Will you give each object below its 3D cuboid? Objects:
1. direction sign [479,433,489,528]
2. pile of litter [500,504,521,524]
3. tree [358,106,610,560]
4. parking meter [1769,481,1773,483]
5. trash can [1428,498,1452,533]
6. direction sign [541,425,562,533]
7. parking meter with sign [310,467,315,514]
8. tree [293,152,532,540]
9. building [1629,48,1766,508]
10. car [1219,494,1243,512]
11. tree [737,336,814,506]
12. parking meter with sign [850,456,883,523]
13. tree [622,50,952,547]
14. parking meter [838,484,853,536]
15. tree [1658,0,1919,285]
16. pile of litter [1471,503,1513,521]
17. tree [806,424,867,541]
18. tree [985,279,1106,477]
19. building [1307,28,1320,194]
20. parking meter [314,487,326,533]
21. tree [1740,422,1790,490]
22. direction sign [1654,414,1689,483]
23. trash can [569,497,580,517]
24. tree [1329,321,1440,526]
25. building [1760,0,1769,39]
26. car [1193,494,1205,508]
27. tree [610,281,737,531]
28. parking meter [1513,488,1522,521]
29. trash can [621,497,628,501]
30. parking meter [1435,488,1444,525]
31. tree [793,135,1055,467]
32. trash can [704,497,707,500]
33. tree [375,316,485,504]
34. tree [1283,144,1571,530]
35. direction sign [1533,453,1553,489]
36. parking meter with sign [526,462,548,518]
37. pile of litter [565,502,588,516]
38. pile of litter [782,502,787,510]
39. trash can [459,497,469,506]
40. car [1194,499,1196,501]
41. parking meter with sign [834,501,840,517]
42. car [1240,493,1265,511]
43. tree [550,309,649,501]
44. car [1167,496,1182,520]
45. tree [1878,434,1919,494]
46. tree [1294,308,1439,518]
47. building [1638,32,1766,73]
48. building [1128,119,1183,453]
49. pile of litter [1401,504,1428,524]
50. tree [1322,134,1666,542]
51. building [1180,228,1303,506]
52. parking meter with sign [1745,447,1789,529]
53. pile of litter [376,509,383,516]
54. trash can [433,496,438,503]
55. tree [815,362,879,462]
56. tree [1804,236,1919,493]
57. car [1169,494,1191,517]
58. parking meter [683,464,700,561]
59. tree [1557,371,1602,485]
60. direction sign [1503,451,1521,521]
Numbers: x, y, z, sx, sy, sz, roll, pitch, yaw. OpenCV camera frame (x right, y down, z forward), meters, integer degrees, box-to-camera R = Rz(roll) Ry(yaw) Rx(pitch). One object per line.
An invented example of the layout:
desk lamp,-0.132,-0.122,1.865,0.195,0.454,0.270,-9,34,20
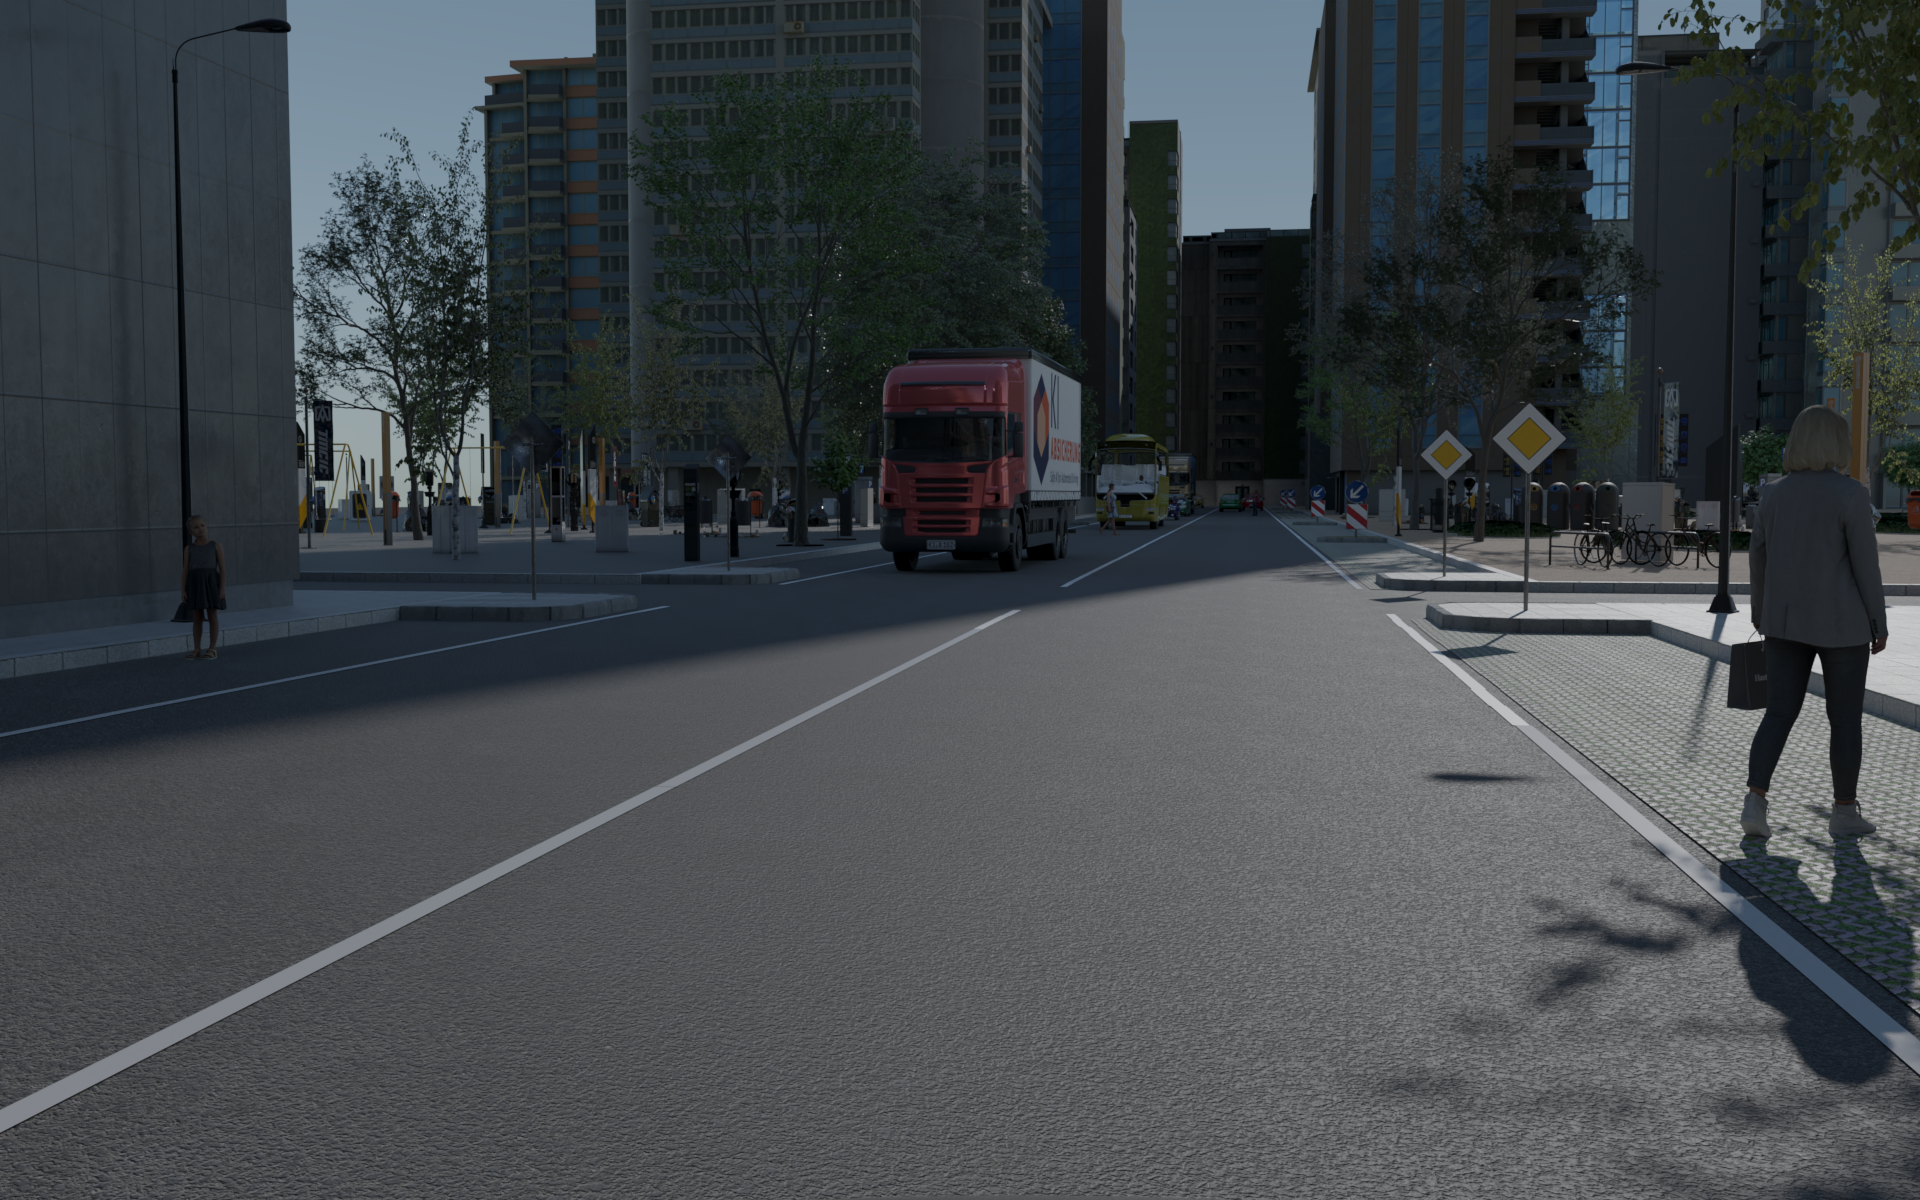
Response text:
direction sign,-17.853,-4.454,64.827,0.379,3.537,0.876,-1,4,-8
pile of litter,-19.997,-3.764,75.512,1.719,0.858,1.176,-1,4,-15
tree,-9.793,-5.106,33.840,4.360,8.622,3.978,0,3,0
parking meter,15.862,-1.539,33.577,0.372,1.533,0.369,0,3,0
trash can,15.904,-2.799,57.423,0.748,1.137,0.748,0,3,0
direction sign,-13.430,-3.952,56.616,0.876,3.537,0.379,0,4,1
parking meter with sign,-41.646,-6.952,109.930,1.738,3.016,0.543,2,4,32
tree,-15.391,-6.941,47.897,7.601,10.594,8.767,0,4,7
building,65.959,-29.314,162.876,14.086,41.232,14.154,1,4,9
car,21.801,-7.985,139.350,1.959,1.807,4.718,1,4,11
tree,-8.674,-7.825,78.298,4.360,8.622,3.978,0,3,0
parking meter with sign,-4.251,-4.900,76.373,1.738,3.016,0.543,2,4,24
tree,-4.003,-7.115,42.079,9.928,11.665,9.643,0,3,0
parking meter,-3.490,-2.880,52.795,0.399,1.863,0.255,0,4,8
tree,7.153,-3.774,12.063,4.737,8.622,4.395,0,3,0
pile of litter,25.347,-4.148,81.792,1.176,0.858,1.719,-3,5,-45
tree,-3.535,-3.278,48.203,1.663,3.219,1.824,0,3,0
tree,3.345,-10.656,91.240,9.611,12.733,9.660,0,3,0
building,53.107,-36.993,194.069,27.495,52.752,28.713,1,4,9
parking meter,-21.403,-3.028,57.912,0.372,1.533,0.369,0,3,0
tree,36.966,-5.860,79.530,4.285,4.588,4.351,0,3,0
direction sign,20.113,-3.488,49.029,0.876,3.537,0.379,2,4,26
trash can,-21.889,-5.297,98.263,0.748,1.137,0.748,0,3,0
tree,17.507,-7.349,70.521,4.737,8.622,4.395,0,3,0
building,97.533,-45.511,182.358,20.611,71.187,20.563,1,4,9
car,23.943,-10.153,176.225,2.015,1.641,3.980,1,4,10
tree,-10.423,-6.740,60.556,4.360,8.622,3.978,0,3,0
parking meter,23.332,-3.916,72.443,0.372,1.533,0.369,0,3,0
trash can,-19.932,-5.561,102.582,0.748,1.137,0.748,0,3,0
parking meter,19.868,-3.873,71.729,0.372,1.533,0.369,0,3,0
tree,-1.262,-9.516,62.244,9.857,13.997,8.962,0,3,0
trash can,-14.028,-5.020,93.729,0.748,1.137,0.748,0,3,0
tree,-20.305,-7.145,67.190,4.737,8.622,4.395,0,3,0
tree,16.258,-9.224,61.185,12.009,13.543,11.850,0,3,0
direction sign,23.837,-4.825,70.882,0.379,3.537,0.876,-3,4,-39
parking meter with sign,-23.091,-5.968,93.842,1.738,3.016,0.543,3,4,36
pile of litter,-22.753,-5.393,102.134,1.719,0.858,1.176,0,4,-5
pile of litter,-9.580,-4.830,92.941,1.176,0.858,1.719,3,4,38
trash can,-25.135,-4.640,87.515,0.748,1.137,0.748,0,3,0
car,17.605,-7.630,137.113,2.083,1.381,4.827,1,4,9
parking meter with sign,-6.351,-6.298,99.235,1.738,3.016,0.543,-2,4,-24
car,25.056,-8.515,148.262,2.155,1.783,4.494,1,4,10
tree,-14.634,-7.304,69.786,4.737,8.622,4.395,0,3,0
car,11.255,-5.078,95.604,1.945,1.354,3.894,1,4,8
tree,51.395,-6.718,93.560,4.285,4.588,4.351,0,3,0
tree,21.957,-10.264,93.578,9.928,11.665,9.643,0,3,0
building,76.718,-34.424,186.534,21.600,48.544,21.300,1,4,9
building,17.562,-31.179,193.376,14.086,41.232,14.154,1,4,9
pile of litter,19.591,-3.714,74.684,1.176,0.858,1.719,1,4,19
tree,13.889,-6.826,46.014,8.767,10.594,7.601,1,4,11
building,31.421,-25.652,191.118,14.107,30.474,14.160,1,4,9
parking meter with sign,30.007,-4.157,64.227,1.738,3.016,0.543,-1,4,-18
pile of litter,-33.526,-5.308,100.754,1.176,0.858,1.719,-3,5,-44
trash can,-32.542,-5.890,107.953,0.748,1.137,0.748,0,3,0
tree,-5.755,-8.589,90.796,4.737,8.622,4.395,0,3,0
tree,26.242,-6.061,49.463,4.360,8.622,3.978,0,3,0
car,13.750,-6.050,110.722,2.131,1.459,4.920,1,4,11
parking meter,-5.118,-1.673,33.058,0.255,1.863,0.399,0,4,1
tree,31.913,-8.270,85.574,4.737,8.622,4.395,0,3,0
direction sign,25.250,-5.337,79.254,0.876,3.537,0.379,3,5,44
